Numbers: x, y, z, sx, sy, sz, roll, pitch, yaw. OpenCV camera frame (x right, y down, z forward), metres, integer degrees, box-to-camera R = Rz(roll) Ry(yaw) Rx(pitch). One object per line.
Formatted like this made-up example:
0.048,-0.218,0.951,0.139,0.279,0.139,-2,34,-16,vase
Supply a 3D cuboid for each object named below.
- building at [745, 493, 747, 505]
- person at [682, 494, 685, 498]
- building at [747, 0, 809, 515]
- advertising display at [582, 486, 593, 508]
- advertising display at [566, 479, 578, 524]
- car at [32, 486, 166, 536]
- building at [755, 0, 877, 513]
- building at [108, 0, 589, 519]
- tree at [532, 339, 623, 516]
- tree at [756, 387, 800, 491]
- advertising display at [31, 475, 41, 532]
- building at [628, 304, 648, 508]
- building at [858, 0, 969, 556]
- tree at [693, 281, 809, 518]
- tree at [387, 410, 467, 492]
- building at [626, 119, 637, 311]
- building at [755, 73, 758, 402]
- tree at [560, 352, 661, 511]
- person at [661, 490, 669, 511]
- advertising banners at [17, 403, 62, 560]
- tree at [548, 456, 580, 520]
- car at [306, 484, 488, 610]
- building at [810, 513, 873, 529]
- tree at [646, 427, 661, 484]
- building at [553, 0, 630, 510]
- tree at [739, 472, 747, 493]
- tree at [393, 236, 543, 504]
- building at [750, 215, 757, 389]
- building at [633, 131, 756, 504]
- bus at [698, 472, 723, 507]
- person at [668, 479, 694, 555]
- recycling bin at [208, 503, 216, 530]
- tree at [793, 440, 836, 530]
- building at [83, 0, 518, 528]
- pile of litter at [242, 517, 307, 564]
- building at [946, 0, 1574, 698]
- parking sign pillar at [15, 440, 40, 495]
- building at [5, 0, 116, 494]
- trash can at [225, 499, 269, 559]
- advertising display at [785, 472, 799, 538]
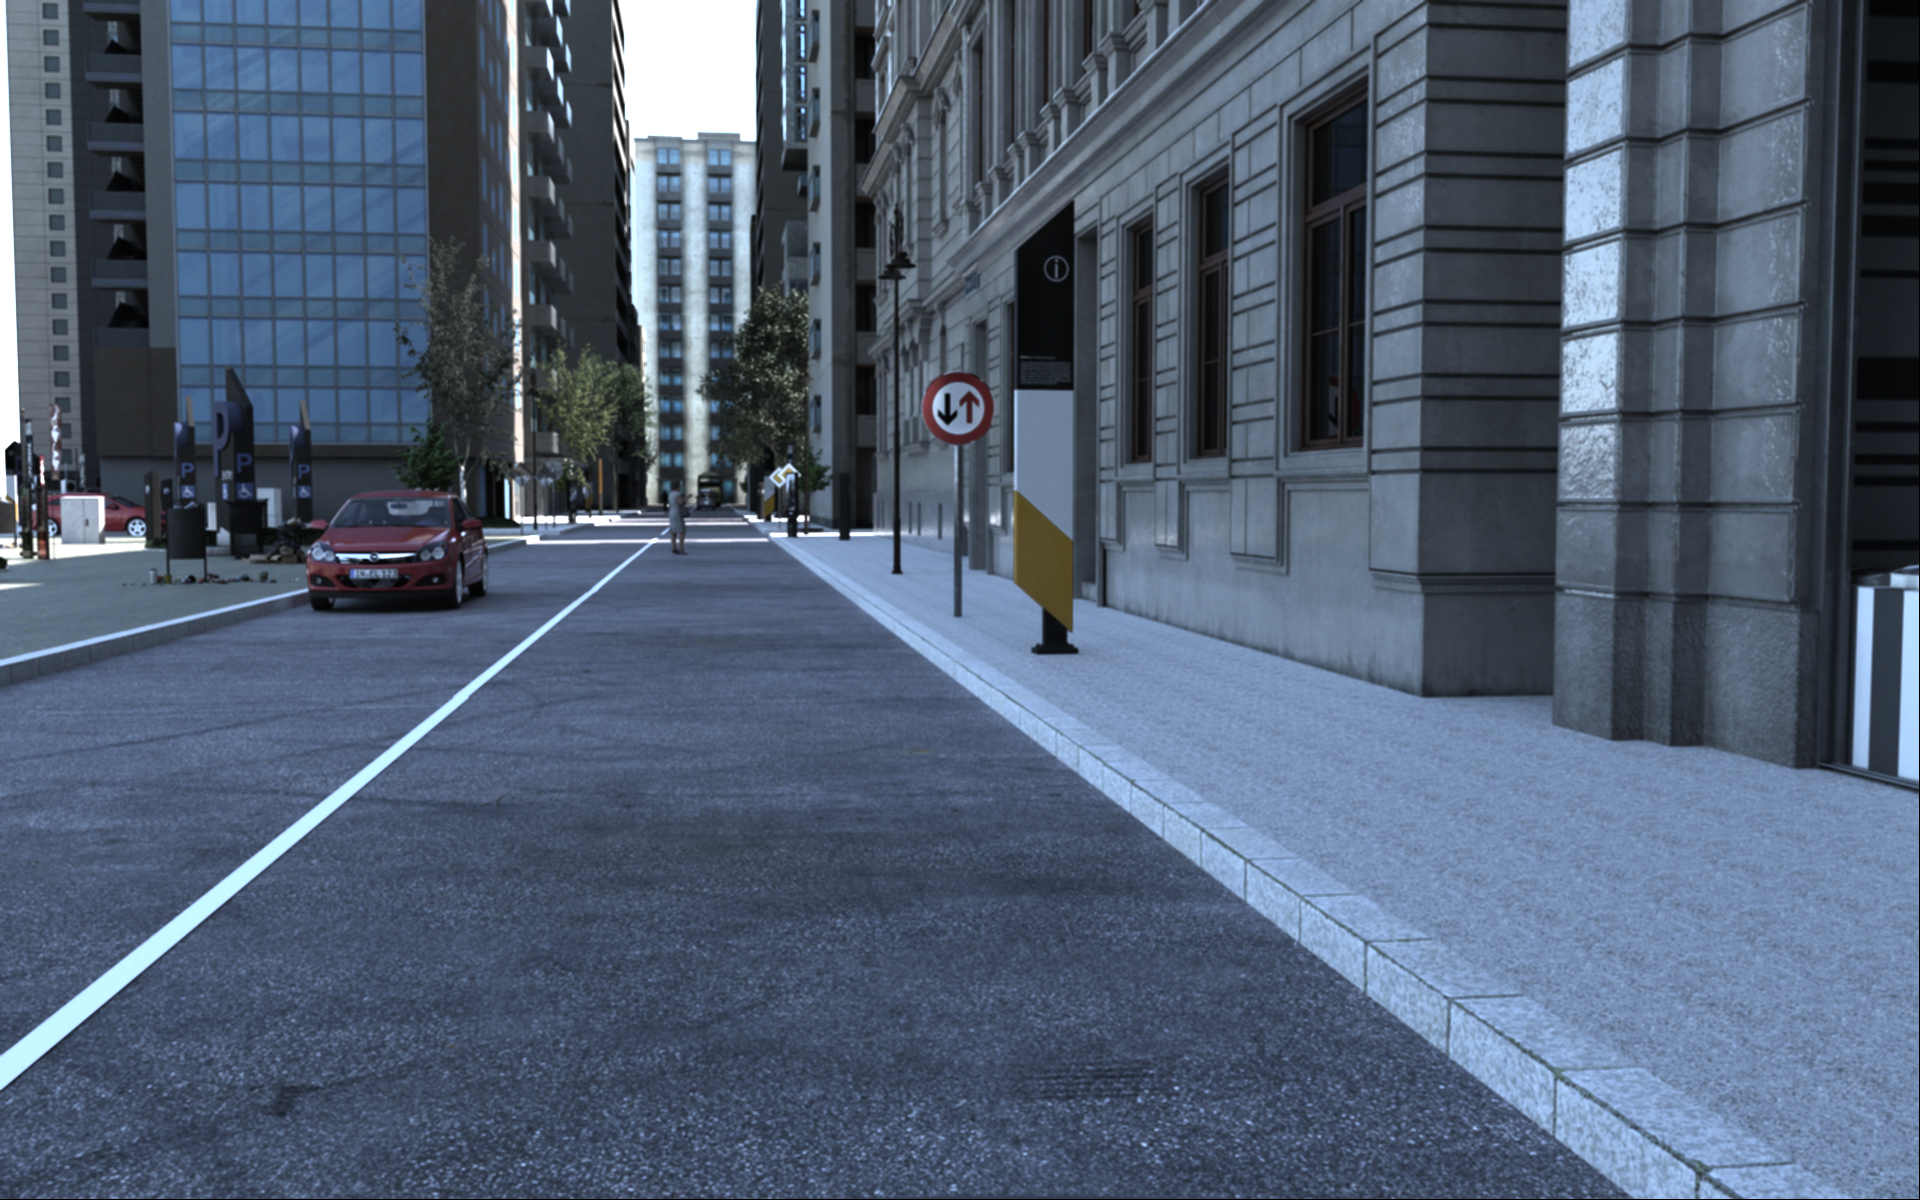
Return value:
-8.775,-31.176,201.603,32.217,40.220,23.993,-1,4,-8,building
-22.514,-7.835,139.790,0.799,1.438,0.628,0,4,0,person
-3.386,-49.309,118.879,22.319,86.520,31.000,-1,4,-8,building
-28.657,-7.837,133.341,0.974,1.923,0.123,2,4,32,advertising display
-16.967,-4.315,75.770,0.123,1.923,0.974,1,4,8,advertising display
-27.940,-2.907,56.574,4.494,1.783,2.155,0,4,-6,car
-6.557,-32.158,149.488,21.300,48.544,21.600,-1,4,-8,building
-34.523,-29.409,100.443,23.786,49.044,30.456,-1,4,-8,building
-18.463,-8.115,83.048,4.737,8.622,4.395,0,3,0,tree
-10.904,-9.290,102.251,4.360,8.622,3.978,0,3,0,tree
-31.540,-3.299,59.150,0.123,1.923,0.974,-3,4,-38,advertising display
-45.368,-19.884,170.146,27.650,21.520,28.899,-1,4,-8,building
5.019,-15.644,43.174,14.401,28.519,23.554,-1,4,-8,building
-9.529,-10.785,93.338,9.611,12.733,9.660,0,3,0,tree
-12.183,-2.780,40.051,1.663,3.219,1.824,0,3,0,tree
-45.212,-33.751,201.934,14.200,45.320,14.600,-1,4,-8,building
-12.575,-29.556,166.842,14.154,41.232,14.086,-1,4,-8,building
-25.683,-12.360,127.848,9.928,11.665,9.643,0,3,0,tree
-25.615,-8.698,150.721,0.705,1.822,1.348,2,4,34,person
-18.047,-2.313,33.999,2.074,3.025,0.090,3,5,41,advertising banners
-19.880,-5.663,87.188,1.663,3.219,1.824,0,3,0,tree
-7.337,-0.843,22.822,2.155,1.783,4.494,-1,4,-9,car
4.257,-27.508,73.452,21.600,48.544,21.300,-1,4,-8,building
-34.705,-14.644,189.786,4.360,8.622,3.978,0,3,0,tree
-39.098,-31.856,144.555,21.300,48.544,21.600,-1,4,-8,building
-17.908,-9.243,145.720,1.663,3.219,1.824,0,3,0,tree
-14.184,-6.066,49.534,4.360,8.622,3.978,0,3,0,tree
-14.927,-25.083,181.813,14.160,30.474,14.107,-1,4,-8,building
-32.103,-37.431,231.610,30.456,49.044,23.786,-1,4,-8,building
-27.866,-12.324,193.045,2.896,3.916,12.252,0,4,-8,bus
-6.583,-1.968,41.030,0.532,1.782,0.716,-3,4,-38,person
-21.486,-2.315,50.408,0.722,1.027,0.722,-2,4,-23,recycling bin
-5.351,-4.103,61.682,1.663,3.219,1.824,0,3,0,tree
-26.098,-25.753,71.181,14.600,45.320,14.200,-1,4,-8,building
-12.615,-1.111,32.135,1.176,0.858,1.719,-3,5,-42,pile of litter
6.432,-11.278,20.549,11.583,22.565,21.152,-1,4,-8,building
-46.780,-6.014,86.794,1.447,3.967,1.447,0,4,7,parking sign pillar
-89.866,-46.051,191.183,20.611,71.187,20.563,-1,4,-8,building
-14.079,-1.377,34.164,0.748,1.137,0.748,0,3,0,trash can
-4.979,-2.824,51.378,0.123,1.923,0.974,-1,4,-22,advertising display
